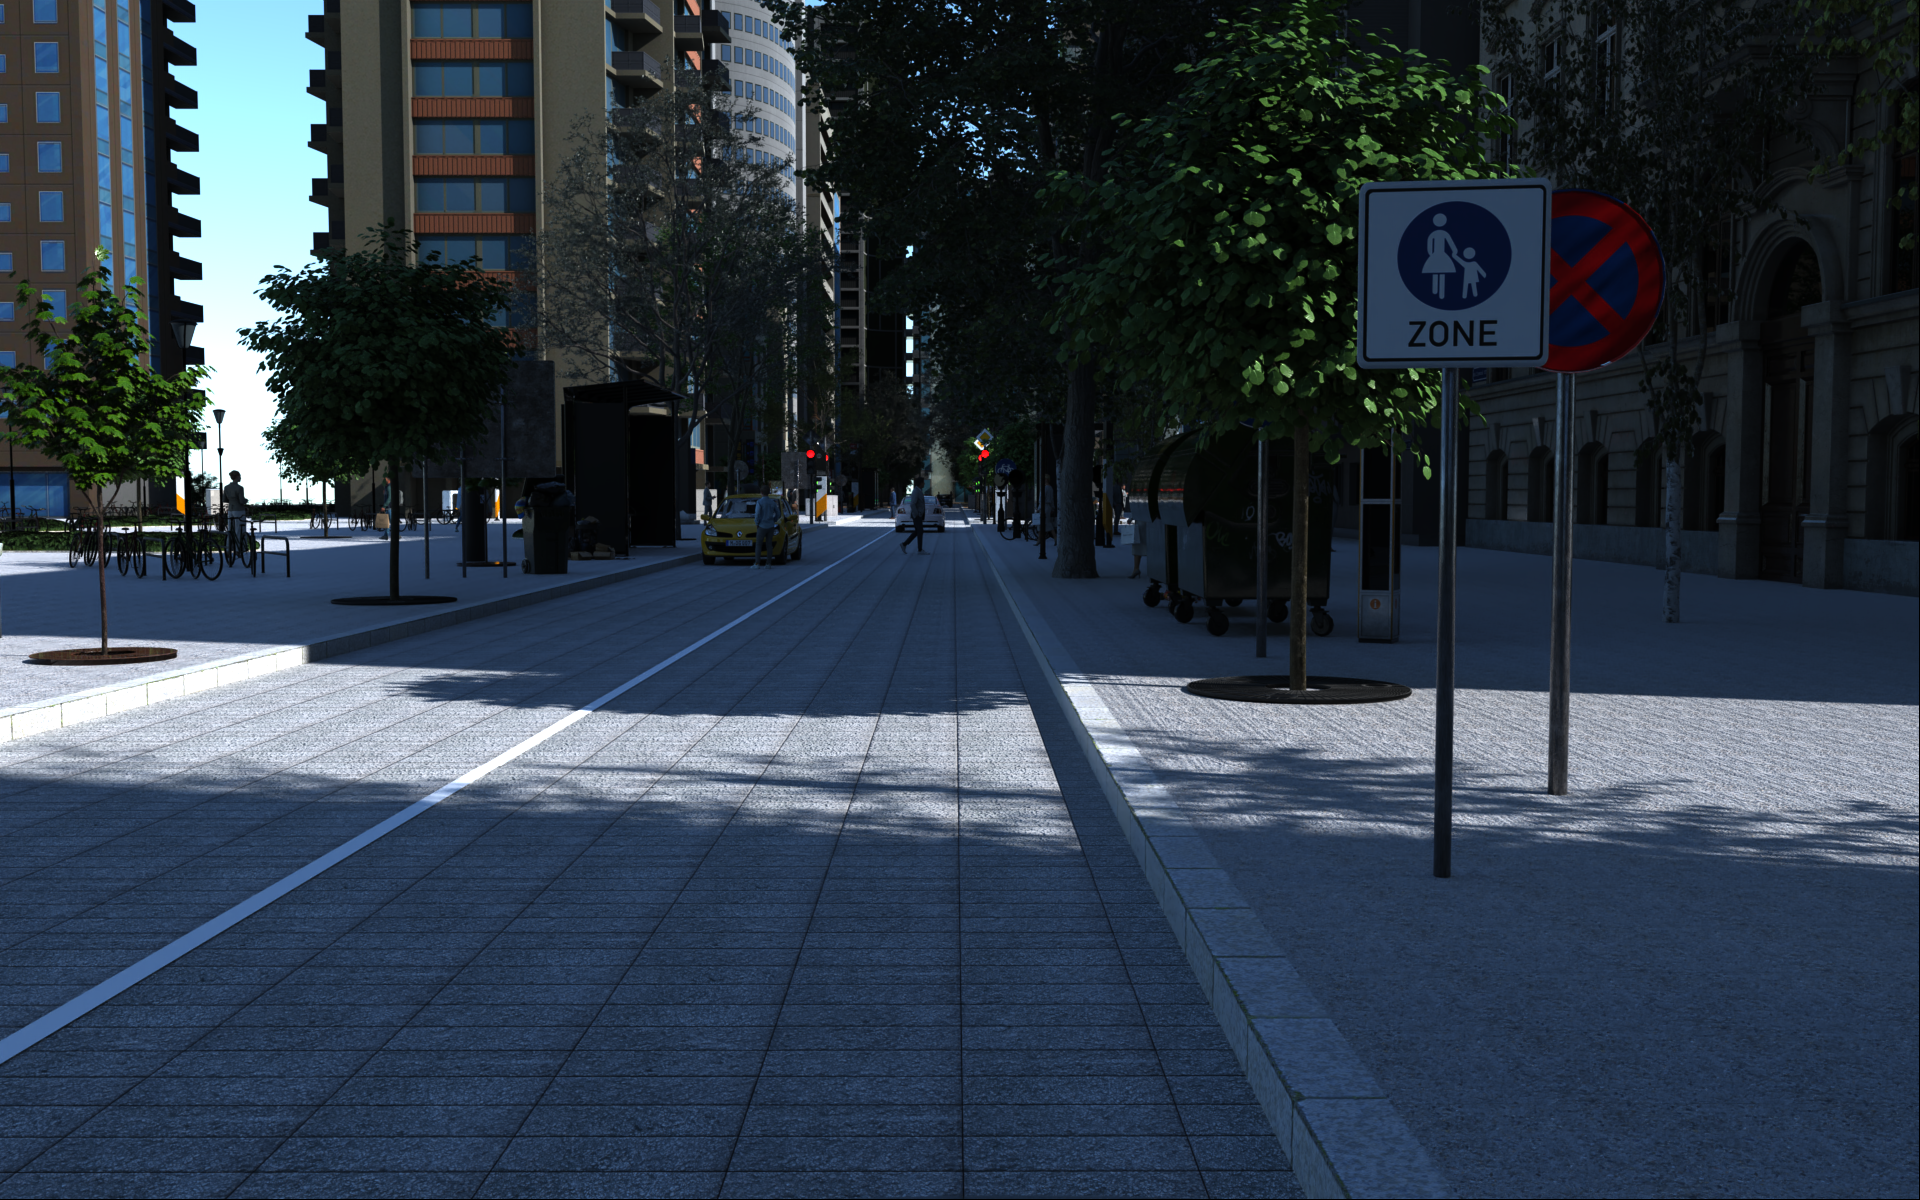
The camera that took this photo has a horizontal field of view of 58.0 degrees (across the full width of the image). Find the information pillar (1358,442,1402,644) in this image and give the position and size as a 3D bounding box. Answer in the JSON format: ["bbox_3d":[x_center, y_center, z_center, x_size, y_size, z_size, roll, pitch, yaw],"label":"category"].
[{"bbox_3d":[3.630,-0.640,14.956,0.304,2.012,0.304,2,4,27],"label":"information pillar"}]

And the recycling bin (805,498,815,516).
[{"bbox_3d":[-8.619,-5.415,101.083,0.722,1.027,0.722,0,4,4],"label":"recycling bin"}]

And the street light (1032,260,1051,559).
[{"bbox_3d":[1.638,-3.749,34.082,0.468,5.910,1.993,0,4,0],"label":"street light"}]

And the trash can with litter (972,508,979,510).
[{"bbox_3d":[1.803,-8.014,142.091,1.678,1.210,2.233,0,4,5],"label":"trash can with litter"}]

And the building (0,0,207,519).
[{"bbox_3d":[-51.913,-27.215,95.074,14.200,45.320,14.600,0,4,0],"label":"building"}]

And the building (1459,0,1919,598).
[{"bbox_3d":[17.420,-12.546,24.207,14.460,24.649,34.723,0,4,0],"label":"building"}]

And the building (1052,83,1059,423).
[{"bbox_3d":[16.495,-31.999,173.296,14.600,45.320,14.200,0,4,0],"label":"building"}]

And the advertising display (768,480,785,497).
[{"bbox_3d":[-8.705,-4.700,82.052,0.974,1.923,0.123,3,4,37],"label":"advertising display"}]

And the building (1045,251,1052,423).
[{"bbox_3d":[15.968,-25.488,188.429,14.160,30.474,14.107,0,4,0],"label":"building"}]

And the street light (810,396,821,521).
[{"bbox_3d":[-6.836,-6.689,82.146,0.468,5.910,1.993,0,4,0],"label":"street light"}]

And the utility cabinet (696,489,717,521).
[{"bbox_3d":[-12.025,-4.446,81.376,1.173,1.500,0.318,-1,4,-15],"label":"utility cabinet"}]

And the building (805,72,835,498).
[{"bbox_3d":[-25.611,-35.000,195.952,21.300,48.544,21.600,0,4,0],"label":"building"}]

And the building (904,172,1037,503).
[{"bbox_3d":[7.003,-39.172,260.073,30.456,49.044,23.786,0,4,0],"label":"building"}]

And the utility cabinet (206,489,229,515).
[{"bbox_3d":[-31.721,-4.010,74.249,0.318,1.500,1.173,2,4,26],"label":"utility cabinet"}]

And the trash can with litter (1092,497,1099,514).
[{"bbox_3d":[5.350,-3.782,73.219,1.055,1.170,0.624,-3,5,-39],"label":"trash can with litter"}]

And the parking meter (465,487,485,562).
[{"bbox_3d":[-9.227,-1.499,32.922,0.372,1.533,0.369,0,3,0],"label":"parking meter"}]

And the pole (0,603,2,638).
[{"bbox_3d":[-8.624,-1.310,15.258,0.158,3.312,0.155,0,3,0],"label":"pole"}]

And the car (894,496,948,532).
[{"bbox_3d":[-1.502,-3.290,66.145,2.083,1.381,4.827,0,4,0],"label":"car"}]

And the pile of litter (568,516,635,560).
[{"bbox_3d":[-7.255,-1.219,33.888,1.719,0.858,1.176,0,4,4],"label":"pile of litter"}]

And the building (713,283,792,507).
[{"bbox_3d":[-28.790,-18.044,140.061,27.650,21.520,28.899,0,4,0],"label":"building"}]

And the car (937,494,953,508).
[{"bbox_3d":[-1.771,-10.600,183.099,2.009,1.686,4.222,0,4,-1],"label":"car"}]

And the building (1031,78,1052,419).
[{"bbox_3d":[23.305,-37.932,209.423,28.713,52.752,27.495,0,4,0],"label":"building"}]

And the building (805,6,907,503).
[{"bbox_3d":[-18.524,-50.105,257.472,20.611,71.187,20.563,0,4,0],"label":"building"}]

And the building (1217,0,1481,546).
[{"bbox_3d":[16.506,-15.897,53.423,14.314,27.812,24.014,0,4,0],"label":"building"}]

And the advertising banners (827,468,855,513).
[{"bbox_3d":[-8.235,-7.483,118.539,2.074,3.025,0.090,-1,4,-11],"label":"advertising banners"}]

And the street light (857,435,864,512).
[{"bbox_3d":[-6.963,-9.128,122.038,0.468,5.910,1.993,0,4,0],"label":"street light"}]

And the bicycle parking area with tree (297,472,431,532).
[{"bbox_3d":[-22.951,-4.474,60.159,8.231,4.147,9.016,-2,4,-24],"label":"bicycle parking area with tree"}]

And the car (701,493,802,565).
[{"bbox_3d":[-4.344,-1.599,36.364,2.015,1.641,3.980,0,4,1],"label":"car"}]

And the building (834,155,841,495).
[{"bbox_3d":[-22.538,-34.720,217.782,14.200,45.320,14.600,0,4,0],"label":"building"}]

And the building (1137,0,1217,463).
[{"bbox_3d":[26.185,-48.175,100.325,31.000,86.520,22.319,0,4,0],"label":"building"}]

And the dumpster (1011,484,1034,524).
[{"bbox_3d":[2.709,-3.898,69.493,1.264,1.857,1.865,0,3,0],"label":"dumpster"}]

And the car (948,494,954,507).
[{"bbox_3d":[-1.733,-11.548,198.598,2.009,1.686,4.222,0,4,1],"label":"car"}]

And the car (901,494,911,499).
[{"bbox_3d":[-4.964,-10.142,174.614,1.959,1.807,4.718,0,4,1],"label":"car"}]

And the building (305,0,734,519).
[{"bbox_3d":[-25.482,-27.396,102.548,22.147,44.769,28.867,0,4,0],"label":"building"}]

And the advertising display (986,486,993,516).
[{"bbox_3d":[1.689,-5.771,99.573,0.123,1.923,0.974,-2,4,-23],"label":"advertising display"}]

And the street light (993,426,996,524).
[{"bbox_3d":[1.461,-6.157,73.453,0.468,5.910,1.993,0,4,0],"label":"street light"}]

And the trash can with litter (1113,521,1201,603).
[{"bbox_3d":[3.055,-0.632,21.390,1.678,1.210,2.233,3,4,36],"label":"trash can with litter"}]

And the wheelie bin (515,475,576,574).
[{"bbox_3d":[-6.642,-1.224,27.918,0.980,1.594,0.693,-2,4,-34],"label":"wheelie bin"}]

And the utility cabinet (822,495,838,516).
[{"bbox_3d":[-7.605,-5.509,101.227,1.020,1.237,0.306,-3,5,-45],"label":"utility cabinet"}]

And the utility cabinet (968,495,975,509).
[{"bbox_3d":[1.202,-8.401,148.521,1.020,1.237,0.306,0,4,3],"label":"utility cabinet"}]

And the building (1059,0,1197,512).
[{"bbox_3d":[15.379,-28.443,148.634,14.154,41.232,14.086,0,4,0],"label":"building"}]

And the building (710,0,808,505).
[{"bbox_3d":[-26.808,-38.433,170.383,21.231,58.520,28.212,0,4,0],"label":"building"}]

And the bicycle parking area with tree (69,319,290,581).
[{"bbox_3d":[-14.881,-2.448,27.028,8.231,4.147,9.016,-1,4,-20],"label":"bicycle parking area with tree"}]

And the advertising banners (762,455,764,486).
[{"bbox_3d":[-8.033,-4.568,70.869,0.090,3.025,2.074,0,4,-7],"label":"advertising banners"}]
